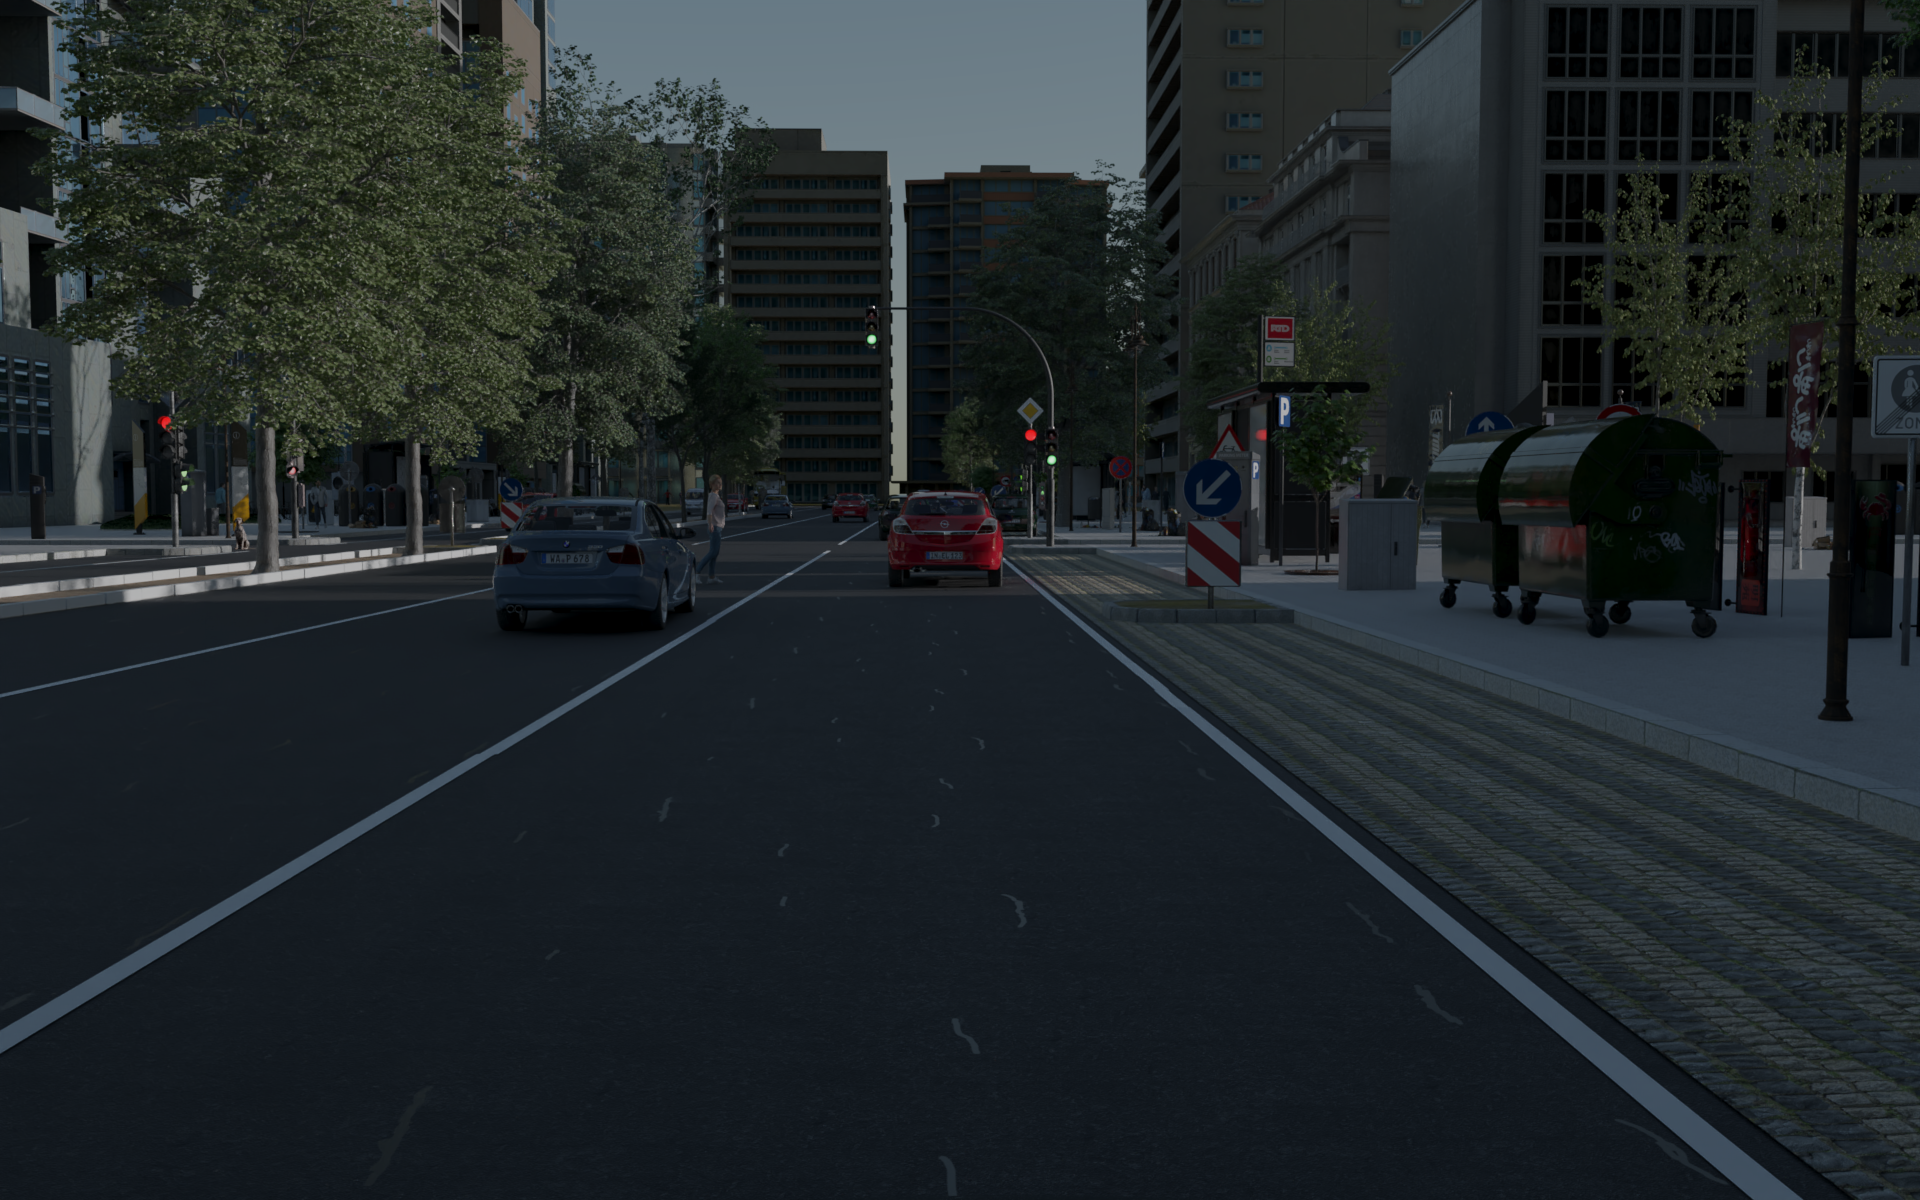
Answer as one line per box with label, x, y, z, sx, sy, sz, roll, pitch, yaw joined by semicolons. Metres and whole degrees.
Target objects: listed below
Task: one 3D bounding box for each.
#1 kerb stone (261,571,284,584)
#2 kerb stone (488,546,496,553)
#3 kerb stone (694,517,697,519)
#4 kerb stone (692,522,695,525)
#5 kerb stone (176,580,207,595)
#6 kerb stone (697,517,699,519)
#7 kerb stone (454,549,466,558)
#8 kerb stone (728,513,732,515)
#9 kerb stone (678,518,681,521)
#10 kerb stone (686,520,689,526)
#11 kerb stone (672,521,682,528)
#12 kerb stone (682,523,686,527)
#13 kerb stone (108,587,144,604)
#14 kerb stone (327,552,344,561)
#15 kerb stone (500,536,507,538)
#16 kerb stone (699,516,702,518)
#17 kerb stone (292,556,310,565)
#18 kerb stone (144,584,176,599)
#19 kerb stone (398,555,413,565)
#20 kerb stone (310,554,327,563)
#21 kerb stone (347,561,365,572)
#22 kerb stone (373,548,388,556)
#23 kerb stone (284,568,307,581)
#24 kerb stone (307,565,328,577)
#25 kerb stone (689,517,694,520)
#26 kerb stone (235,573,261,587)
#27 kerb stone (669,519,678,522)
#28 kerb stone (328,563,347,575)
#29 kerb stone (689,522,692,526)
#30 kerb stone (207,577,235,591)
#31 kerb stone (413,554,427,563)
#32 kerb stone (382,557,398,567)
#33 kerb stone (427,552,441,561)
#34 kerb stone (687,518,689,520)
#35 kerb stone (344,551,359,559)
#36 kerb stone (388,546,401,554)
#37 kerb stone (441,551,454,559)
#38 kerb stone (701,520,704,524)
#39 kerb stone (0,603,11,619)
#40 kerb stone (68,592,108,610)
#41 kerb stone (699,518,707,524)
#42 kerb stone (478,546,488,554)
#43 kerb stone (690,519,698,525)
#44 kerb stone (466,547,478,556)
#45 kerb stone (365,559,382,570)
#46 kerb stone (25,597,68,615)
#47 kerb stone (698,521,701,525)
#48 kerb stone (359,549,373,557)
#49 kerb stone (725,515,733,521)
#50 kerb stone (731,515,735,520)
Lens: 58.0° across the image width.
kerb stone;-11.244;-0.360;28.075;0.120;0.150;1.000;0;4;-1
kerb stone;-11.541;-1.237;42.422;0.120;0.150;1.000;0;4;-1
kerb stone;-14.724;-4.461;95.135;0.120;0.150;1.000;0;4;-1
kerb stone;-12.288;-3.463;78.820;0.120;0.150;1.000;0;4;-1
kerb stone;-11.173;-0.168;25.006;0.120;0.150;1.000;0;4;-1
kerb stone;-14.757;-4.524;96.167;0.120;0.150;1.000;0;4;-1
kerb stone;-11.474;-1.044;39.344;0.120;0.150;1.000;0;4;-1
kerb stone;-15.086;-5.527;112.564;0.120;0.150;1.000;0;4;-1
kerb stone;-14.601;-4.086;88.994;0.120;0.150;1.000;0;4;-1
kerb stone;-12.250;-3.335;76.774;0.120;0.150;1.000;0;4;-1
kerb stone;-12.213;-3.213;74.721;0.120;0.150;1.000;0;4;-1
kerb stone;-12.231;-3.276;75.751;0.120;0.150;1.000;0;4;-1
kerb stone;-11.136;-0.047;22.962;0.120;0.150;1.000;0;4;-1
kerb stone;-13.532;-0.913;37.234;0.120;0.150;1.000;0;4;-1
kerb stone;-13.844;-1.830;52.117;0.120;0.150;1.000;0;4;-1
kerb stone;-14.769;-4.585;97.199;0.120;0.150;1.000;0;4;-1
kerb stone;-13.489;-0.794;35.178;0.120;0.150;1.000;0;4;-1
kerb stone;-11.166;-0.109;23.984;0.120;0.150;1.000;0;4;-1
kerb stone;-11.386;-0.793;35.251;0.120;0.150;1.000;0;4;-1
kerb stone;-13.513;-0.857;36.212;0.120;0.150;1.000;0;4;-1
kerb stone;-11.329;-0.609;32.174;0.120;0.150;1.000;0;4;-1
kerb stone;-13.586;-1.104;40.303;0.120;0.150;1.000;0;4;-1
kerb stone;-11.263;-0.422;29.101;0.120;0.150;1.000;0;4;-1
kerb stone;-11.275;-0.485;30.125;0.120;0.150;1.000;0;4;-1
kerb stone;-14.708;-4.395;94.110;0.120;0.150;1.000;0;4;-1
kerb stone;-11.218;-0.297;27.050;0.120;0.150;1.000;0;4;-1
kerb stone;-14.580;-4.023;87.972;0.120;0.150;1.000;0;4;-1
kerb stone;-11.306;-0.548;31.152;0.120;0.150;1.000;0;4;-1
kerb stone;-12.273;-3.399;77.796;0.120;0.150;1.000;0;4;-1
kerb stone;-11.195;-0.234;26.028;0.120;0.150;1.000;0;4;-1
kerb stone;-11.426;-0.858;36.273;0.120;0.150;1.000;0;4;-1
kerb stone;-11.370;-0.735;34.220;0.120;0.150;1.000;0;4;-1
kerb stone;-11.438;-0.924;37.300;0.120;0.150;1.000;0;4;-1
kerb stone;-14.664;-4.273;92.062;0.120;0.150;1.000;0;4;-1
kerb stone;-13.555;-0.982;38.256;0.120;0.150;1.000;0;4;-1
kerb stone;-13.615;-1.167;41.324;0.120;0.150;1.000;0;4;-1
kerb stone;-11.458;-0.986;38.322;0.120;0.150;1.000;0;4;-1
kerb stone;-12.355;-3.651;81.890;0.120;0.150;1.000;0;4;-1
kerb stone;-11.073;0.142;19.868;0.120;0.150;1.000;0;4;-1
kerb stone;-11.122;0.026;21.924;0.120;0.150;1.000;0;4;-1
kerb stone;-12.368;-3.714;82.913;0.120;0.150;1.000;0;4;-1
kerb stone;-11.523;-1.174;41.393;0.120;0.150;1.000;0;4;-1
kerb stone;-12.315;-3.526;79.842;0.120;0.150;1.000;0;4;-1
kerb stone;-11.493;-1.112;40.372;0.120;0.150;1.000;0;4;-1
kerb stone;-11.344;-0.672;33.198;0.120;0.150;1.000;0;4;-1
kerb stone;-11.099;0.079;20.897;0.120;0.150;1.000;0;4;-1
kerb stone;-12.339;-3.589;80.868;0.120;0.150;1.000;0;4;-1
kerb stone;-13.579;-1.045;39.277;0.120;0.150;1.000;0;4;-1
kerb stone;-12.607;-4.405;94.211;0.120;0.150;1.000;0;4;-1
kerb stone;-12.632;-4.466;95.236;0.120;0.150;1.000;0;4;-1
